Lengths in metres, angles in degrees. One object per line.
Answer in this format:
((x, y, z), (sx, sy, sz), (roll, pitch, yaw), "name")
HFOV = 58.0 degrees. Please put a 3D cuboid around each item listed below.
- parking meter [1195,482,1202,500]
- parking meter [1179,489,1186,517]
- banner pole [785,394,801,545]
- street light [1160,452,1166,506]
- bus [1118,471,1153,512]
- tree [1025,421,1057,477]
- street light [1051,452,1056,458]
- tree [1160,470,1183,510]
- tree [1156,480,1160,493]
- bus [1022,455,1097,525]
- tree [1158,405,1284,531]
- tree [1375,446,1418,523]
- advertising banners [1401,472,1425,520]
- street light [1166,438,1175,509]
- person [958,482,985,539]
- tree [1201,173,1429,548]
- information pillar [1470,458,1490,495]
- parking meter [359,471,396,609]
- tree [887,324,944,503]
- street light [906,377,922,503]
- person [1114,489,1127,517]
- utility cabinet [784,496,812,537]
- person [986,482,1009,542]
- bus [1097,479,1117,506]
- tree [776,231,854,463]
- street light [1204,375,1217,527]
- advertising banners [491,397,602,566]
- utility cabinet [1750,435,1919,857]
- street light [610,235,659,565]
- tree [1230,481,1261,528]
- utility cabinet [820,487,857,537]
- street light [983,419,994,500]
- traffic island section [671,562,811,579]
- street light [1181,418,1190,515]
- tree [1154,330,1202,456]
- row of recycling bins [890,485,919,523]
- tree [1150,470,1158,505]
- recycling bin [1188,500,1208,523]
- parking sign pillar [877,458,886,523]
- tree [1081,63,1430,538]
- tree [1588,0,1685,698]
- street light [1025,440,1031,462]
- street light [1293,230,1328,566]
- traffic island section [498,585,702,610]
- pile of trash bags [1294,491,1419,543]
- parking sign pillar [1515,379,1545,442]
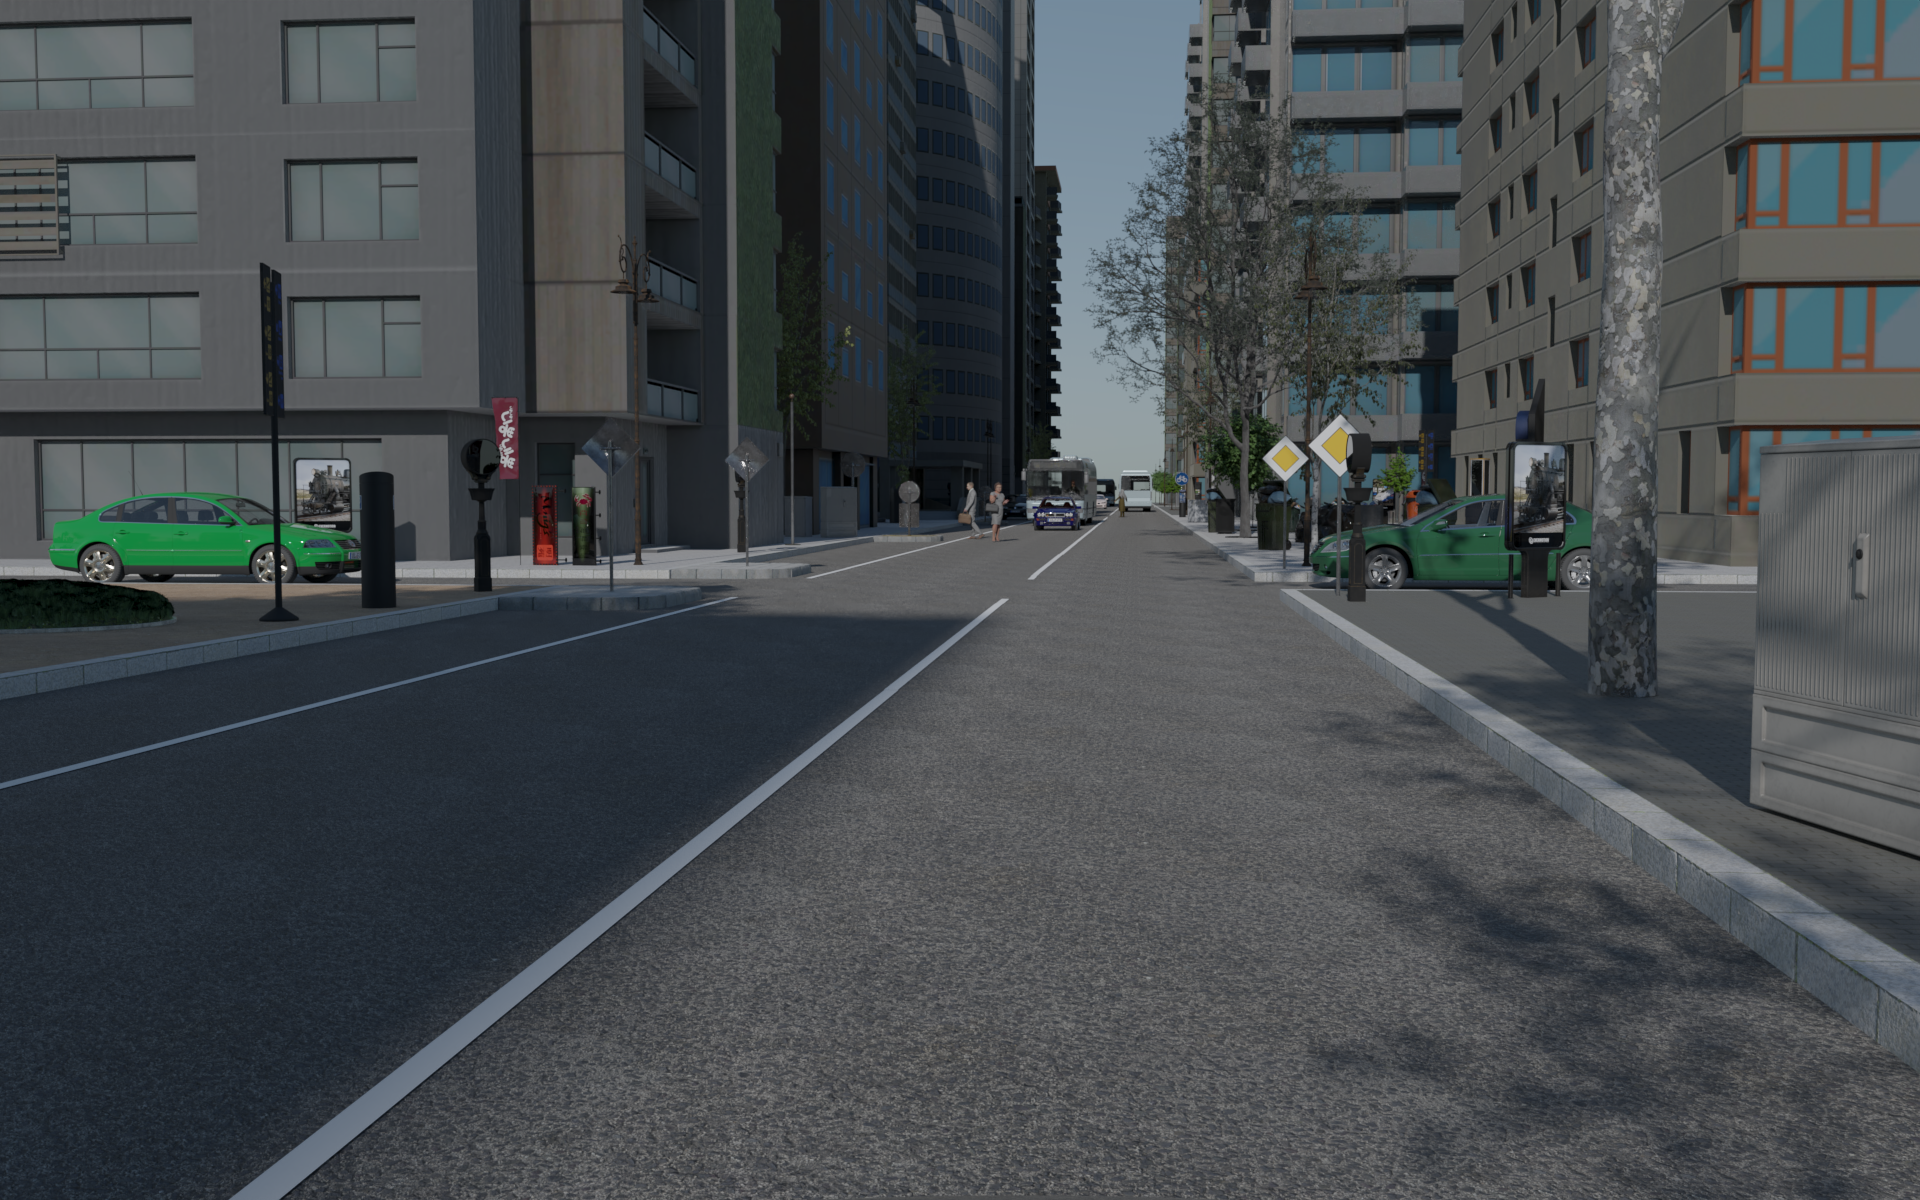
((11.376, -4.709, 82.696), (0.255, 1.863, 0.399), (1, 4, 22), "parking meter")
((12.276, -5.329, 95.536), (0.372, 1.533, 0.369), (0, 3, 0), "parking meter")
((-4.221, -3.277, 43.590), (0.401, 3.779, 0.863), (0, 4, -6), "banner pole")
((21.316, -12.686, 180.208), (0.468, 5.910, 1.993), (0, 4, 6), "street light")
((14.442, -9.024, 142.396), (2.948, 3.499, 13.247), (0, 4, 6), "bus")
((7.719, -13.667, 173.824), (4.737, 8.622, 4.395), (0, 3, 0), "tree")
((10.423, -13.281, 189.936), (0.468, 5.910, 1.993), (0, 4, 6), "street light")
((17.084, -8.779, 138.138), (1.663, 3.219, 1.824), (0, 3, 0), "tree")
((23.674, -12.706, 202.348), (1.663, 3.219, 1.824), (0, 3, 0), "tree")
((4.911, -5.340, 82.172), (2.948, 3.499, 13.247), (0, 4, 7), "bus")
((10.113, -4.711, 60.743), (4.285, 4.588, 4.351), (0, 3, 0), "tree")
((17.563, -4.597, 69.757), (1.663, 3.219, 1.824), (0, 3, 0), "tree")
((16.501, -4.074, 62.805), (0.090, 3.025, 2.074), (-1, 4, -10), "advertising banners")
((17.580, -10.447, 143.591), (0.468, 5.910, 1.993), (0, 4, 6), "street light")
((0.359, -2.834, 54.951), (0.853, 1.813, 0.709), (0, 4, -2), "person")
((8.618, -5.534, 40.837), (4.360, 8.622, 3.978), (0, 3, 0), "tree")
((10.734, -1.915, 35.796), (0.304, 2.012, 0.304), (3, 5, 41), "information pillar")
((-6.570, -0.681, 19.543), (0.372, 1.533, 0.369), (0, 3, 0), "parking meter")
((-2.639, -7.577, 74.240), (4.737, 8.622, 4.395), (0, 3, 0), "tree")
((-1.818, -5.851, 68.456), (0.468, 5.910, 1.993), (0, 4, 6), "street light")
((9.973, -5.992, 107.198), (0.721, 1.736, 1.217), (3, 5, 44), "person")
((-4.846, -2.496, 51.963), (0.306, 1.237, 1.020), (-3, 5, -43), "utility cabinet")
((1.093, -2.620, 51.690), (0.716, 1.782, 0.532), (-2, 4, -33), "person")
((17.002, -12.791, 203.990), (2.948, 3.499, 13.247), (0, 4, 5), "bus")
((-5.148, -6.059, 49.434), (4.737, 8.622, 4.395), (0, 3, 0), "tree")
((9.718, -5.778, 67.259), (0.468, 5.910, 1.993), (0, 4, 6), "street light")
((-7.435, -2.135, 31.096), (2.074, 3.025, 0.090), (1, 4, 13), "advertising banners")
((3.422, 0.136, 6.458), (0.318, 1.500, 1.173), (0, 4, -6), "utility cabinet")
((-5.816, -3.569, 31.144), (0.468, 5.910, 1.993), (0, 4, 6), "street light")
((11.215, -4.356, 65.828), (1.663, 3.219, 1.824), (0, 3, 0), "tree")
((-3.573, -2.600, 51.194), (1.173, 1.500, 0.318), (-3, 5, -43), "utility cabinet")
((1.913, -8.223, 107.226), (0.468, 5.910, 1.993), (0, 4, 6), "street light")
((-3.796, -0.518, 30.743), (2.009, 0.180, 2.903), (0, 4, 6), "traffic island section")
((13.811, -8.190, 106.692), (0.468, 5.910, 1.993), (0, 4, 6), "street light")
((10.237, -7.395, 71.264), (4.360, 8.622, 3.978), (0, 3, 0), "tree")
((-2.533, -4.329, 77.888), (1.069, 1.692, 3.534), (1, 4, 8), "row of recycling bins")
((24.478, -13.918, 211.279), (4.285, 4.588, 4.351), (0, 3, 0), "tree")
((10.744, -4.007, 78.073), (0.722, 1.027, 0.722), (-1, 4, -22), "recycling bin")
((-4.075, -5.496, 78.332), (1.447, 3.967, 1.447), (1, 4, 22), "parking sign pillar")
((8.211, -8.561, 50.345), (12.009, 13.543, 11.850), (0, 3, 0), "tree")
((4.736, -9.371, 9.109), (12.611, 20.169, 13.585), (0, 3, 0), "tree")
((5.721, -10.496, 144.397), (0.468, 5.910, 1.993), (0, 4, 6), "street light")
((6.165, -3.537, 30.623), (0.468, 5.910, 1.993), (0, 4, 6), "street light")
((-4.606, -0.032, 22.799), (2.009, 0.180, 2.903), (0, 4, 6), "traffic island section")
((10.656, -2.197, 45.673), (3.447, 1.369, 1.912), (0, 4, -5), "pile of trash bags")
((13.163, -3.153, 40.022), (1.447, 3.967, 1.447), (2, 4, 27), "parking sign pillar")
